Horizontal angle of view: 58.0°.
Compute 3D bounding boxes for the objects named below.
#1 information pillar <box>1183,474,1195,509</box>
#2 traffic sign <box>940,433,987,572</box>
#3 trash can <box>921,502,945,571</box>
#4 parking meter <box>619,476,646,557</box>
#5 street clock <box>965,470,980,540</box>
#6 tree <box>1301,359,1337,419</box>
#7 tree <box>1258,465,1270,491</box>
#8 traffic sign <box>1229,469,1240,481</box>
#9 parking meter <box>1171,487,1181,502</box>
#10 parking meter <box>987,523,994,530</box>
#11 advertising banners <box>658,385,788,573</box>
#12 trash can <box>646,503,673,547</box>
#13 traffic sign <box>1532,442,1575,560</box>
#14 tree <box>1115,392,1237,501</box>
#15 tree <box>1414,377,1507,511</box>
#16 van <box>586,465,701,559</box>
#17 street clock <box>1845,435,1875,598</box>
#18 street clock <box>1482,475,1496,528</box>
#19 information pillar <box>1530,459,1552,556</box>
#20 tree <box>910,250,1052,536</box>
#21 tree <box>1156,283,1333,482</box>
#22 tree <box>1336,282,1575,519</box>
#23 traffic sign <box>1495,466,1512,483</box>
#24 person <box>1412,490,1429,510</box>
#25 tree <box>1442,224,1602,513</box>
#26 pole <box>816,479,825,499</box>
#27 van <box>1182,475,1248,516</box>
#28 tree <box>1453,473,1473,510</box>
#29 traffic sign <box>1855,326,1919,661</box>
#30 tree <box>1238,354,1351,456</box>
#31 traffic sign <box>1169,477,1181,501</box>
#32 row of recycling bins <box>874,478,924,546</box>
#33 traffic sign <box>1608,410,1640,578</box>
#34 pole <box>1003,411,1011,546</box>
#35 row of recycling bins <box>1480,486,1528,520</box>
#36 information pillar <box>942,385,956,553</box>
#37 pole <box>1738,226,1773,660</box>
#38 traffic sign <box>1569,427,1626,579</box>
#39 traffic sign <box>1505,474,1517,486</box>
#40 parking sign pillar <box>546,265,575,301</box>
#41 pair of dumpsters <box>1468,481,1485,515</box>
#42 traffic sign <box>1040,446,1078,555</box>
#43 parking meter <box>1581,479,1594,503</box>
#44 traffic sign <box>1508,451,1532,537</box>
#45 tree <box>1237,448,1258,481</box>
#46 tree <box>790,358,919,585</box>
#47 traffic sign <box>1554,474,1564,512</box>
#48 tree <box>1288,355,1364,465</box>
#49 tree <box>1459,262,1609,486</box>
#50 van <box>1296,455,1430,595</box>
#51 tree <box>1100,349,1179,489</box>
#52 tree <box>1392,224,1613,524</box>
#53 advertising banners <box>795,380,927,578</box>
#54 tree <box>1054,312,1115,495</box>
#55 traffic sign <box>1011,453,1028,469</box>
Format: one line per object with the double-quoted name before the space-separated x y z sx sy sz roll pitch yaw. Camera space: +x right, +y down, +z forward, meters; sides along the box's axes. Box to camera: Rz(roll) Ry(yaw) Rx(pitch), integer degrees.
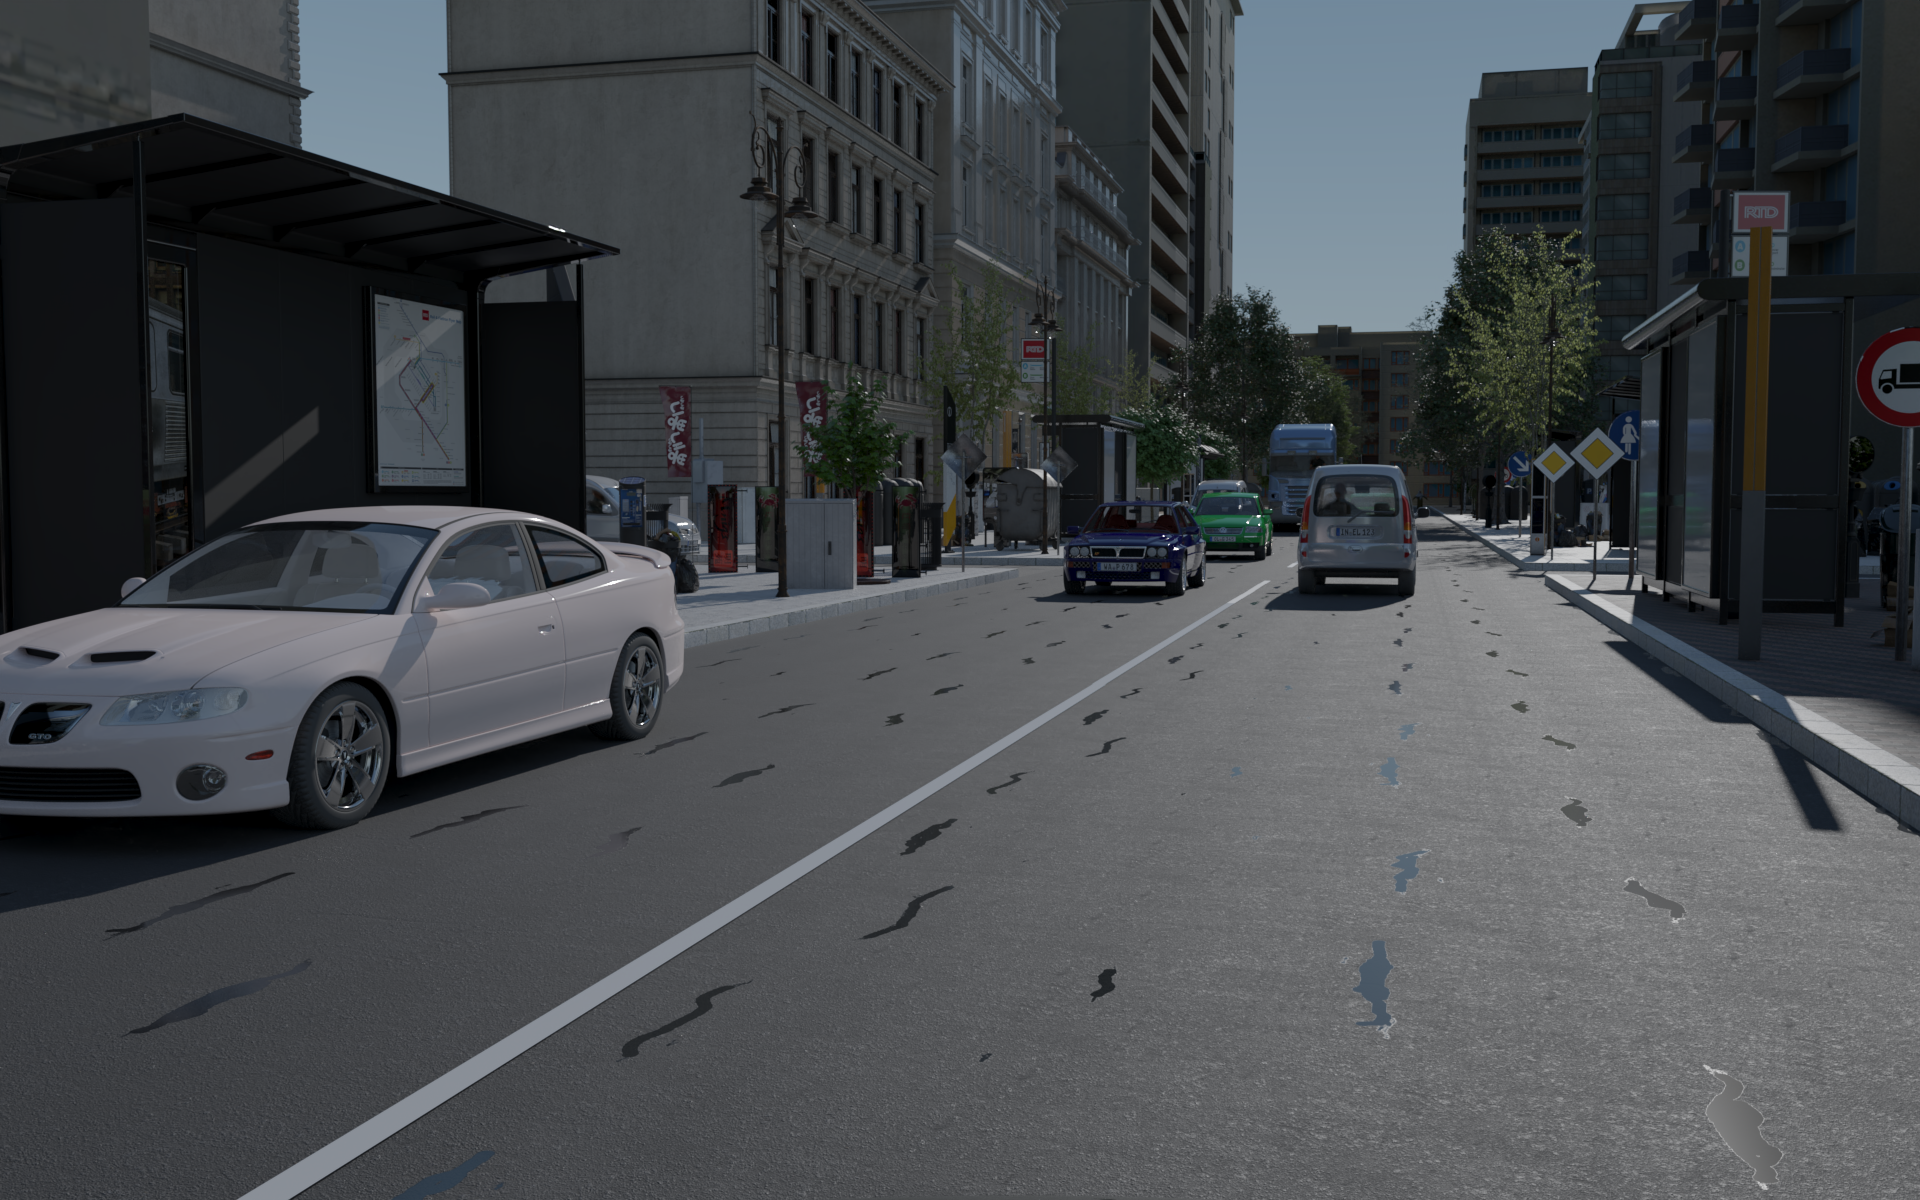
"information pillar" 8.242 -3.542 62.396 0.304 2.012 0.304 2 4 34
"traffic sign" 0.057 -1.516 28.436 0.795 2.450 0.064 1 4 14
"trash can" -0.610 -1.074 29.211 0.748 1.137 0.748 0 3 0
"parking meter" -4.608 -0.977 24.393 0.372 1.533 0.369 0 3 0
"street clock" 0.302 -2.708 48.853 0.471 2.002 0.358 2 4 32
"tree" 32.213 -14.893 153.868 12.009 13.543 11.850 0 3 0
"tree" 21.418 -8.203 117.826 4.285 4.588 4.351 0 3 0
"traffic sign" 12.970 -5.054 82.735 0.768 2.556 0.104 1 4 22
"parking meter" 7.940 -3.372 63.538 0.372 1.533 0.369 0 3 0
"parking meter" 1.133 -3.256 61.639 0.372 1.533 0.369 0 3 0
"advertising banners" -3.832 -1.954 28.139 2.074 3.025 0.090 -1 4 -12
"trash can" -4.706 -0.887 26.151 0.748 1.137 0.748 0 3 0
"traffic sign" 11.536 -1.838 33.701 0.795 2.450 0.064 1 4 14
"tree" 6.215 -4.429 56.131 4.285 4.588 4.351 0 3 0
"tree" 39.579 -12.812 135.234 9.928 11.665 9.643 0 3 0
"van" -7.252 -1.693 34.689 4.112 2.044 2.013 1 4 14
"street clock" 11.022 -1.032 21.441 0.471 2.002 0.358 -1 4 -12
"street clock" 19.994 -3.725 65.476 0.471 2.002 0.358 -1 4 -15
"information pillar" 12.107 -1.939 36.201 0.304 2.012 0.304 2 4 28
"tree" 0.466 -6.273 52.931 4.737 8.622 4.395 0 3 0
"tree" 15.524 -10.854 94.474 9.611 12.733 9.660 0 3 0
"tree" 27.249 -10.991 90.071 12.009 13.543 11.850 0 3 0
"traffic sign" 24.989 -4.868 79.696 0.768 2.556 0.104 2 4 23
"person" 33.453 -7.133 125.855 1.217 1.736 0.721 0 4 -4
"tree" 15.291 -5.884 46.572 4.360 8.622 3.978 0 3 0
"pole" -3.207 -2.812 39.814 0.158 3.312 0.155 0 3 0
"van" 7.578 -2.672 50.705 2.013 2.044 4.112 1 4 15
"tree" 41.565 -9.049 142.546 1.663 3.219 1.824 0 3 0
"traffic sign" 7.245 -0.805 13.263 0.768 2.556 0.104 1 4 18
"tree" 19.958 -10.582 107.426 8.767 10.594 7.601 1 4 10
"traffic sign" 7.855 -3.965 64.826 0.884 2.594 0.081 1 4 22
"row of recycling bins" -1.798 -2.251 43.911 1.069 1.692 3.534 1 4 21
"traffic sign" 10.233 -1.604 26.324 0.768 2.556 0.104 1 4 16
"pole" 1.156 -2.974 42.474 0.158 3.312 0.155 0 3 0
"row of recycling bins" 27.388 -4.905 87.310 1.069 1.692 3.534 -1 4 -15
"information pillar" -0.230 -2.824 37.534 0.183 3.616 0.504 2 4 24
"pole" 6.131 -1.193 13.349 0.158 3.312 0.155 0 3 0
"traffic sign" 9.534 -1.366 25.970 0.795 2.450 0.064 1 4 14
"traffic sign" 31.436 -6.048 98.985 0.768 2.556 0.104 2 4 23
"parking sign pillar" -4.306 -1.823 18.274 1.447 3.967 1.447 -1 4 -22
"pair of dumpsters" 31.424 -6.208 103.996 1.574 2.255 4.437 1 4 14
"traffic sign" 2.058 -1.989 36.167 0.795 2.450 0.064 1 4 14
"parking meter" 23.970 -3.700 66.212 0.399 1.863 0.255 -1 4 -9
"traffic sign" 16.669 -3.142 51.481 0.768 2.556 0.104 1 4 23
"tree" 10.668 -5.668 76.390 4.285 4.588 4.351 0 3 0
"tree" -1.548 -1.855 24.926 1.663 3.219 1.824 0 3 0
"traffic sign" 19.682 -3.504 57.403 0.768 2.556 0.104 1 4 22
"tree" 29.085 -13.683 141.842 7.486 12.596 7.792 0 3 0
"tree" 18.075 -6.376 54.615 4.737 8.622 4.395 0 3 0
"van" 6.037 -1.167 26.097 2.013 2.044 4.112 1 4 15
"tree" 8.986 -8.341 86.741 4.360 8.622 3.978 0 3 0
"tree" 23.135 -9.578 73.602 9.611 12.733 9.660 0 3 0
"advertising banners" -1.533 -1.862 26.624 2.074 3.025 0.090 1 4 11
"tree" 4.456 -7.282 69.427 4.737 8.622 4.395 0 3 0
"traffic sign" 1.377 -2.483 42.726 0.606 2.300 0.079 1 4 15
